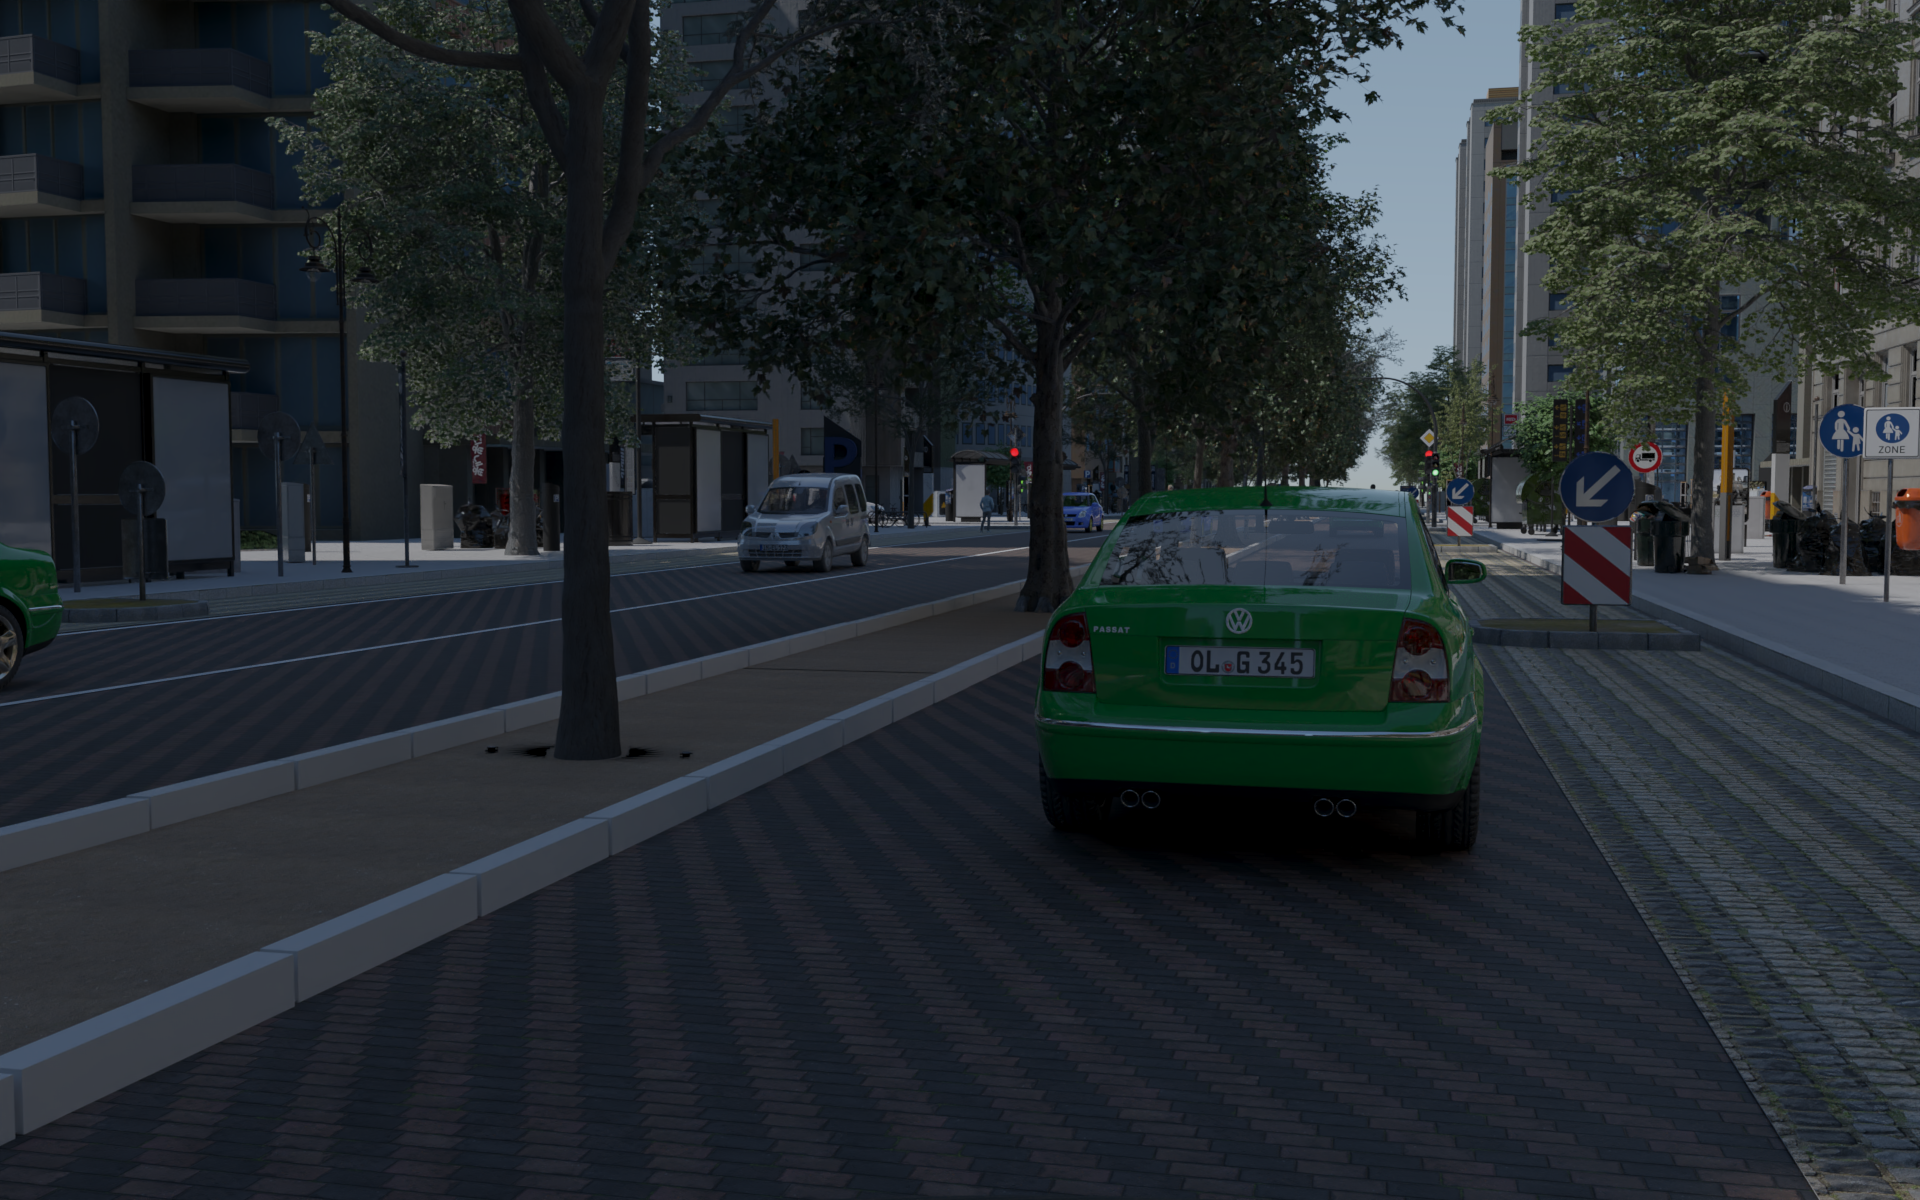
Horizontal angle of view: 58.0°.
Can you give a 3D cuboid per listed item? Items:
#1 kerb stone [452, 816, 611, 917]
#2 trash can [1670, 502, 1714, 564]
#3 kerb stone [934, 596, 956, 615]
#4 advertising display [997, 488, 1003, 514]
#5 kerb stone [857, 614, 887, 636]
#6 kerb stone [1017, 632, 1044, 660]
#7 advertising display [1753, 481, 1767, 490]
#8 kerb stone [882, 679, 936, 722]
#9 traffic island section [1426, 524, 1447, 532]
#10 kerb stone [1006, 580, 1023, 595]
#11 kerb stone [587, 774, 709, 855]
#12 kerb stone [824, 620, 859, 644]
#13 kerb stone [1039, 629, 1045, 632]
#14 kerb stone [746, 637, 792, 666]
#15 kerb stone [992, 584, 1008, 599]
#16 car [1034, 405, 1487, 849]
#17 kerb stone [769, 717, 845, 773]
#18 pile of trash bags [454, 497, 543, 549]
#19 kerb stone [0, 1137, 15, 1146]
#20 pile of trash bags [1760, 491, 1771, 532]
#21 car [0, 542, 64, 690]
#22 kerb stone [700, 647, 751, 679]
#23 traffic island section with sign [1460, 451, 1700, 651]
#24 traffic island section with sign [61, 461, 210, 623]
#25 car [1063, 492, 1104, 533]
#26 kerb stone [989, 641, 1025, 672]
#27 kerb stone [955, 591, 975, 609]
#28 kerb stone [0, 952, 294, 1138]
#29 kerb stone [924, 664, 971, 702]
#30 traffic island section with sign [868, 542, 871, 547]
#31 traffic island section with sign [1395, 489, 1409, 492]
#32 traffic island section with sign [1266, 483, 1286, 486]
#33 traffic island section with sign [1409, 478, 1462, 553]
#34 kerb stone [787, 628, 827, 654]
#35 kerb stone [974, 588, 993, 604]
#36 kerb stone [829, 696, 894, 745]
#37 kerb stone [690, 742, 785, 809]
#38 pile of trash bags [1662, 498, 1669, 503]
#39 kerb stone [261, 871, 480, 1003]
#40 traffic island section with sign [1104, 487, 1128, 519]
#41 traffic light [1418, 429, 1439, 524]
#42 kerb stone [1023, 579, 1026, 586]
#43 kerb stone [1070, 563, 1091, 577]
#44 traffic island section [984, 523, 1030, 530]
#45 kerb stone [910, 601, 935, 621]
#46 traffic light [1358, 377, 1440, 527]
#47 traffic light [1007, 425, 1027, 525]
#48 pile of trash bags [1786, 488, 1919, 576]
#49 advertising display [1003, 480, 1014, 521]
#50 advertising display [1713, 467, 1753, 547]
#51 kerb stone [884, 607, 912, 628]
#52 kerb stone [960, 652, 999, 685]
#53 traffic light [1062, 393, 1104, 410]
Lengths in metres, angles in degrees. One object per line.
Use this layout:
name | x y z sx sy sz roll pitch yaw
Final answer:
kerb stone | -1.563 0.970 6.366 0.120 0.150 1.000 1 4 13
trash can | 13.547 -1.250 32.089 0.748 1.137 0.748 0 3 0
kerb stone | -0.249 0.091 20.792 0.120 0.150 1.000 1 4 13
advertising display | 2.573 -6.393 109.747 0.123 1.923 0.974 1 4 21
kerb stone | -0.969 0.275 17.809 0.120 0.150 1.000 1 4 13
kerb stone | 0.603 0.421 15.356 0.120 0.150 1.000 1 4 13
advertising display | 38.161 -4.751 82.896 0.123 1.923 0.974 -1 4 -23
kerb stone | -0.358 0.663 11.360 0.120 0.150 1.000 1 4 13
traffic island section | 18.352 -2.735 66.991 2.009 0.180 2.903 1 4 13
kerb stone | 0.704 -0.158 24.787 0.120 0.150 1.000 1 4 13
kerb stone | -1.320 0.907 7.361 0.120 0.150 1.000 1 4 13
kerb stone | -1.211 0.329 16.816 0.120 0.150 1.000 1 4 13
kerb stone | 0.844 0.358 16.350 0.120 0.150 1.000 1 4 13
kerb stone | -1.680 0.451 14.822 0.120 0.150 1.000 1 4 13
kerb stone | 0.468 -0.090 23.793 0.120 0.150 1.000 1 4 13
car | 1.591 0.017 8.513 1.959 1.807 4.718 1 4 15
kerb stone | -0.843 0.787 9.365 0.120 0.150 1.000 1 4 13
pile of trash bags | -11.484 -1.948 41.601 3.447 1.369 1.912 2 4 25
kerb stone | -2.275 1.156 3.374 0.120 0.150 1.000 1 4 13
pile of trash bags | 26.811 -2.999 58.791 1.912 1.369 3.447 0 4 1
car | -8.118 -0.152 11.282 1.959 1.807 4.718 1 4 14
kerb stone | -1.924 0.513 13.819 0.120 0.150 1.000 1 4 13
traffic island section with sign | 5.972 -0.501 16.826 1.989 1.847 2.006 1 4 13
traffic island section with sign | -9.919 -0.703 20.115 1.989 1.847 2.006 1 4 13
car | 4.332 -3.406 65.284 1.945 1.707 3.694 1 4 14
kerb stone | 0.358 0.479 14.364 0.120 0.150 1.000 1 4 13
kerb stone | -0.010 0.025 21.793 0.120 0.150 1.000 1 4 13
kerb stone | -2.035 1.092 4.368 0.120 0.150 1.000 1 4 13
kerb stone | -0.114 0.601 12.363 0.120 0.150 1.000 1 4 13
traffic island section with sign | -3.493 -2.336 46.826 1.989 1.847 2.006 1 4 13
traffic island section with sign | 25.123 -5.377 96.536 1.989 1.847 2.006 1 4 13
traffic island section with sign | 14.074 -4.143 75.879 2.006 1.907 1.989 1 4 13
traffic island section with sign | 12.275 -2.105 43.041 1.989 1.847 2.006 1 4 13
kerb stone | -1.445 0.390 15.817 0.120 0.150 1.000 1 4 13
kerb stone | 0.235 -0.037 22.797 0.120 0.150 1.000 1 4 13
kerb stone | -0.601 0.724 10.367 0.120 0.150 1.000 1 4 13
kerb stone | -1.078 0.846 8.362 0.120 0.150 1.000 1 4 13
pile of trash bags | 35.079 -4.796 88.173 1.912 1.369 3.447 2 4 26
kerb stone | -1.804 1.032 5.373 0.120 0.150 1.000 1 4 13
traffic island section with sign | 9.411 -5.622 100.553 1.989 1.847 2.006 1 4 13
traffic light | 20.181 -5.243 74.651 0.839 4.253 0.868 1 4 13
kerb stone | 0.952 -0.218 25.779 0.120 0.150 1.000 1 4 13
kerb stone | 2.149 -0.520 30.788 0.120 0.150 1.000 1 4 13
traffic island section | 2.268 -2.970 70.846 2.009 0.180 2.903 1 4 13
kerb stone | -0.496 0.147 19.800 0.120 0.150 1.000 1 4 13
traffic light | 16.260 -5.662 67.234 4.771 5.953 1.251 1 4 13
traffic light | 2.304 -5.002 70.703 0.839 4.253 0.868 1 4 13
pile of trash bags | 14.462 -1.071 27.267 1.912 1.369 3.447 1 4 9
advertising display | 2.567 -5.200 90.240 0.123 1.923 0.974 -1 4 -13
advertising display | 18.688 -2.261 42.186 0.974 1.923 0.123 2 4 34
kerb stone | -0.732 0.213 18.803 0.120 0.150 1.000 1 4 13
kerb stone | 0.119 0.541 13.358 0.120 0.150 1.000 1 4 13
traffic light | 6.225 -6.321 78.013 4.771 5.953 1.251 1 4 13
